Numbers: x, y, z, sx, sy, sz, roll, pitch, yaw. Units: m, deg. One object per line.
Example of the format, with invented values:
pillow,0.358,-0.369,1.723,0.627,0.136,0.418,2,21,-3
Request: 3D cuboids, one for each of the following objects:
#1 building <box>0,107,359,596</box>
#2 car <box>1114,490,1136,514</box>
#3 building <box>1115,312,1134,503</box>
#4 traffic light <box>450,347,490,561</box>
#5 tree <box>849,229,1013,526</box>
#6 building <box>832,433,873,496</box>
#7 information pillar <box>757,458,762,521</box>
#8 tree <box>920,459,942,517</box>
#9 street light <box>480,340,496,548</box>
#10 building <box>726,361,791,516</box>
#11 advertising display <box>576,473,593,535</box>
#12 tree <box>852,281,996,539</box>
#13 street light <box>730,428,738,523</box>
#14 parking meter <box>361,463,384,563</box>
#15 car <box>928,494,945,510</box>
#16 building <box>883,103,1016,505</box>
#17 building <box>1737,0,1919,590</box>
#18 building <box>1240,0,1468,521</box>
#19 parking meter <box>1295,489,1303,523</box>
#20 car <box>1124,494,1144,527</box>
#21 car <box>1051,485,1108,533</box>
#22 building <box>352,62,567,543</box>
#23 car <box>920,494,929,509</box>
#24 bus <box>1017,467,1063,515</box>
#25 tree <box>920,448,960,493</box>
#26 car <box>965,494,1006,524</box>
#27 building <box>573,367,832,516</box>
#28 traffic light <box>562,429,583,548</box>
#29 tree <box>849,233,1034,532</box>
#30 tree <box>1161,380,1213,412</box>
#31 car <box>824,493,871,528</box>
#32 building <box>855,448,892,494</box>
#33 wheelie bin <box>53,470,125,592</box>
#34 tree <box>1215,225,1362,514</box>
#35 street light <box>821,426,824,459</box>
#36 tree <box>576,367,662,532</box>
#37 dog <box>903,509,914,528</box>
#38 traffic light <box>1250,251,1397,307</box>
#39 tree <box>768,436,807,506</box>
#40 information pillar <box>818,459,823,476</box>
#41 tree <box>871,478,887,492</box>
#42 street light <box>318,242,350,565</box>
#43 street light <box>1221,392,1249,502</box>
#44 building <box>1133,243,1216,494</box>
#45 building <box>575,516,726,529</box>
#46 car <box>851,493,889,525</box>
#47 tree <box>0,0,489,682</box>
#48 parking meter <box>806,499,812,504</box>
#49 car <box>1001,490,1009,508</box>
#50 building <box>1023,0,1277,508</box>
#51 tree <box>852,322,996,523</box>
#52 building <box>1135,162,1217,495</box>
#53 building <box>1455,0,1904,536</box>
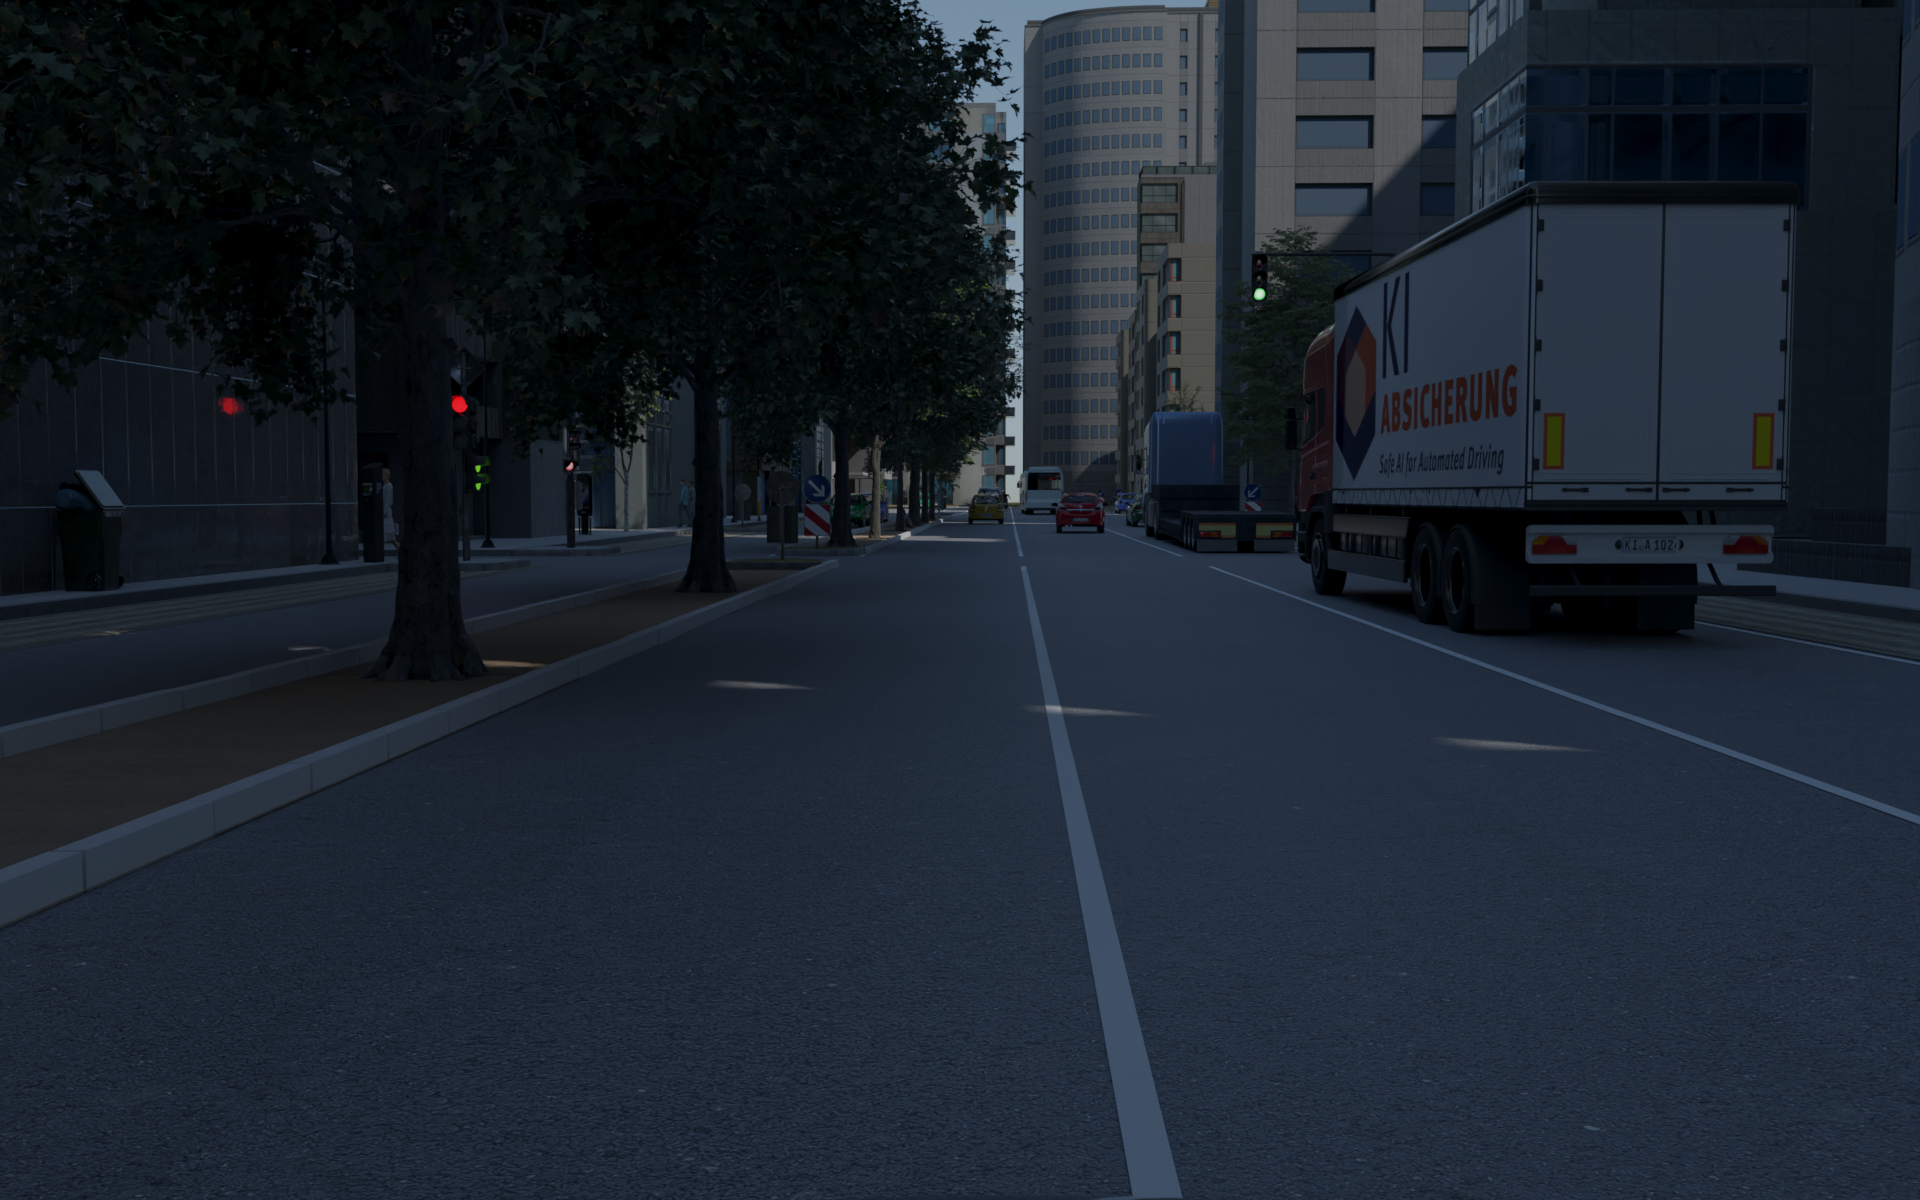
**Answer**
building,-21.798,-12.796,27.243,19.932,24.808,12.078,0,4,2
car,12.292,-7.181,127.007,1.945,1.707,3.694,0,4,0
building,30.593,-20.272,176.483,27.650,21.520,28.899,0,4,2
traffic light,-9.463,-2.706,33.162,0.839,4.253,0.868,0,4,2
tree,-2.071,-10.252,76.735,9.857,13.997,8.962,0,3,0
building,-22.085,-34.964,160.905,28.713,52.752,27.495,0,4,2
information pillar,-9.596,-5.594,82.821,0.183,3.616,0.504,0,4,6
tree,-1.285,-9.397,106.466,4.360,8.622,3.978,0,3,0
street light,-10.727,-4.196,41.140,1.470,5.913,1.316,0,4,2
building,-18.343,-28.002,107.945,14.600,45.320,14.200,0,4,2
advertising display,-11.822,-3.018,54.553,0.123,1.923,0.974,-2,4,-35
tree,-2.610,-7.739,54.752,9.928,11.665,9.643,0,3,0
street light,-9.629,-6.434,77.740,1.470,5.913,1.316,0,4,2
parking meter,-11.003,-1.636,32.456,0.255,1.863,0.399,1,4,10
car,-2.247,-9.295,161.755,2.009,1.686,4.222,0,4,0
building,-8.493,-36.185,211.228,30.456,49.044,23.786,0,4,2
building,22.454,-29.006,16.241,21.231,58.520,28.212,0,4,2
building,24.181,-33.564,90.771,21.231,58.520,28.212,0,4,2
parking meter,15.038,-4.187,76.868,0.372,1.533,0.369,0,3,0
car,8.399,-3.971,76.716,2.131,1.459,4.920,0,4,1
car,4.490,-3.413,64.835,2.155,1.783,4.494,0,4,3
building,-19.493,-16.860,47.367,14.160,30.474,14.107,0,4,2
car,-3.181,-8.536,148.364,1.959,1.807,4.718,0,4,3
bus,5.723,-7.900,124.021,2.948,3.499,13.247,0,3,0
tree,-1.592,-9.114,101.833,4.737,8.622,4.395,0,3,0
car,1.246,-4.509,83.948,2.015,1.641,3.980,0,4,0
building,-20.512,-50.028,130.627,22.319,86.520,31.000,0,4,2
traffic light,-7.149,-4.064,41.122,4.771,5.953,1.251,0,4,2
tree,-2.273,-9.352,65.737,12.009,13.543,11.850,0,3,0
tree,14.661,-9.811,110.767,4.737,8.622,4.395,0,3,0
car,-4.885,-4.076,75.435,1.959,1.807,4.718,0,4,3
building,-14.500,-30.698,185.507,14.086,41.232,14.154,0,4,2
wheelie bin,-11.569,-0.922,22.985,0.693,1.594,0.980,0,4,-1
tree,14.498,-9.513,73.660,7.486,12.596,7.792,0,3,0
street light,-8.647,-8.696,114.713,1.470,5.913,1.316,0,4,2
tree,-11.476,-6.639,58.906,4.737,8.622,4.395,0,3,0
dog,-2.107,-3.392,72.291,0.800,0.831,0.513,1,4,10
traffic light,7.798,-3.541,32.563,4.771,5.953,1.251,0,4,2
tree,-10.093,-8.996,97.450,4.737,8.622,4.395,0,3,0
information pillar,-9.162,-7.492,113.854,0.183,3.616,0.504,1,4,21
tree,-8.283,-11.160,177.065,1.663,3.219,1.824,0,3,0
street light,-10.952,-3.597,31.356,1.470,5.913,1.316,0,4,2
street light,12.618,-6.518,79.105,1.470,5.913,1.316,0,4,2
building,28.517,-17.649,133.598,27.650,21.520,28.899,0,4,2
building,-22.270,-46.701,76.241,22.319,86.520,31.000,0,4,2
car,-4.348,-4.407,81.641,1.945,1.707,3.694,0,4,3
tree,-4.153,-5.742,13.345,9.611,12.733,9.660,0,3,0
parking meter,-9.526,-6.172,109.330,0.372,1.533,0.369,0,3,0
car,3.807,-10.139,174.446,2.281,1.827,5.304,0,4,3
building,21.776,-40.767,208.545,28.212,58.520,21.231,0,4,2
tree,-1.654,-10.699,95.513,7.486,12.596,7.792,0,3,0
building,22.658,-23.441,154.956,14.160,30.474,14.107,0,4,2
building,28.110,-44.975,48.008,31.000,86.520,22.319,0,4,2
